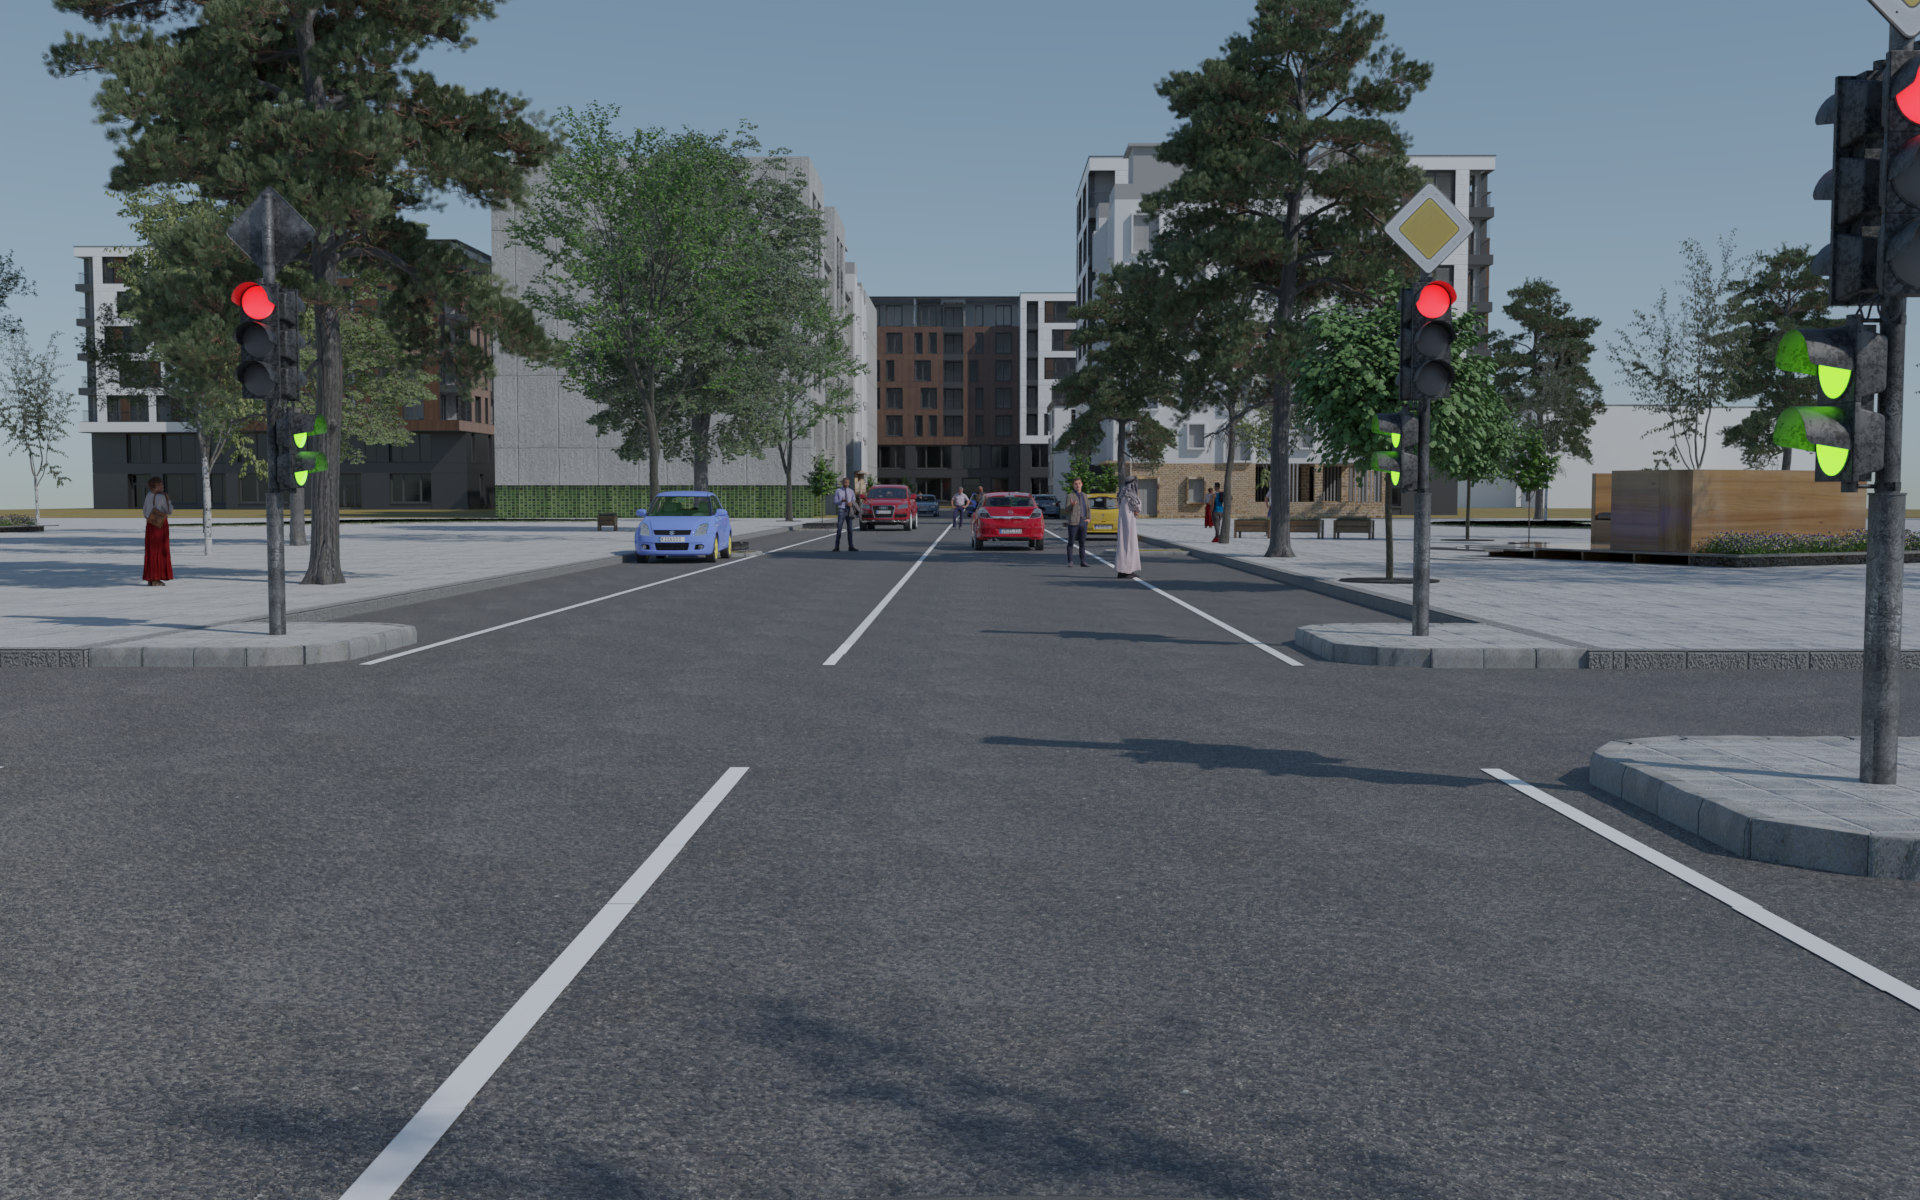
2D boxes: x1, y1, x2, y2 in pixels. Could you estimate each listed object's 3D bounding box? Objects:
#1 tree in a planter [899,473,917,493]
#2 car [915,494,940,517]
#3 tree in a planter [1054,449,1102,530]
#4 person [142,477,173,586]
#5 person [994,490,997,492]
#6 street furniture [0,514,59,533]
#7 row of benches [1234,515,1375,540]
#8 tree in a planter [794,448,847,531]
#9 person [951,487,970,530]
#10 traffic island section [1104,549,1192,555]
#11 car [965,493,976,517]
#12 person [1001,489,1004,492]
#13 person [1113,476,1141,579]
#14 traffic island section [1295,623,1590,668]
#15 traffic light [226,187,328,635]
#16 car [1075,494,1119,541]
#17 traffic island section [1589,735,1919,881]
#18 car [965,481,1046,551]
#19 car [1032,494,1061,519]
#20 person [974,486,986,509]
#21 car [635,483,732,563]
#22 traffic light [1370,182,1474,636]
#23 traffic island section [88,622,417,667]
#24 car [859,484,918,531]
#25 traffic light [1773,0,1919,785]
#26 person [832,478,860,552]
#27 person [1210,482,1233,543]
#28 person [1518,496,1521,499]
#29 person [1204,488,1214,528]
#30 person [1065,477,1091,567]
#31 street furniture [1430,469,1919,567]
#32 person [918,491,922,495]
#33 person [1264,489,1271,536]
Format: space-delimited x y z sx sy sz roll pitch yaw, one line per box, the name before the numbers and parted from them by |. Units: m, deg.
tree in a planter | -4.551 -9.047 145.146 1.991 3.239 1.994 0 4 1
car | -2.240 -6.026 110.532 2.014 1.417 4.499 0 4 2
tree in a planter | 4.756 -4.390 69.001 1.991 3.239 1.994 0 4 1
person | -11.200 -0.956 24.144 0.523 1.526 0.387 3 4 37
person | 3.142 -8.598 149.605 0.721 1.766 1.217 -3 5 -42
street furniture | -33.930 -3.071 57.064 9.812 1.723 11.010 1 4 14
row of benches | 9.976 -2.103 49.845 4.104 0.672 1.422 1 4 23
tree in a planter | -5.369 -4.286 67.305 1.991 3.239 1.994 0 4 1
person | -0.013 -3.708 70.056 0.756 1.711 0.436 1 4 12
traffic island section | 4.467 -1.144 41.569 1.991 0.108 1.994 0 4 1
car | 1.294 -6.015 107.938 1.945 1.707 3.694 0 4 -1
person | 3.292 -7.747 135.299 0.705 1.807 1.348 -2 4 -24
person | 2.880 -1.237 29.397 0.621 1.740 0.551 -2 4 -27
traffic island section | 4.195 0.403 15.697 2.009 0.180 2.903 0 4 1
traffic light | -6.206 -1.617 15.679 0.839 4.213 0.868 0 4 1
car | 4.393 -2.709 54.513 2.015 1.641 3.980 0 4 1
traffic island section | 4.109 0.891 7.713 2.009 0.180 2.903 0 4 1
car | 1.216 -2.226 45.429 2.155 1.783 4.494 0 4 -1
car | 4.932 -5.454 101.172 2.014 1.417 4.499 0 4 1
person | 0.895 -3.618 68.333 0.600 1.739 0.565 3 5 40
car | -5.927 -1.692 37.257 1.945 1.707 3.694 0 4 -1
traffic light | 4.155 -1.611 15.585 0.839 4.213 0.868 0 4 1
traffic island section | -6.246 0.396 15.813 2.009 0.180 2.903 0 4 1
car | -2.816 -3.680 68.847 2.281 1.827 5.304 0 4 2
traffic light | 4.070 -1.123 7.600 0.839 4.213 0.868 0 4 1
person | -2.815 -2.119 43.008 0.709 1.838 0.599 -2 4 -25
person | 6.848 -2.320 45.839 0.647 1.594 0.662 -3 5 -42
person | 55.657 -9.923 170.703 1.348 1.831 0.705 -1 4 -10
person | 9.386 -3.462 65.112 0.387 1.526 0.523 -3 5 -42
person | 2.351 -1.517 33.835 0.617 1.759 0.750 -1 4 -15
street furniture | 15.723 -1.632 33.544 11.010 1.723 9.812 -2 4 -26
person | -3.729 -9.300 161.258 1.217 1.736 0.721 1 4 14
person | 9.540 -2.778 52.408 0.756 1.711 0.436 3 4 36
